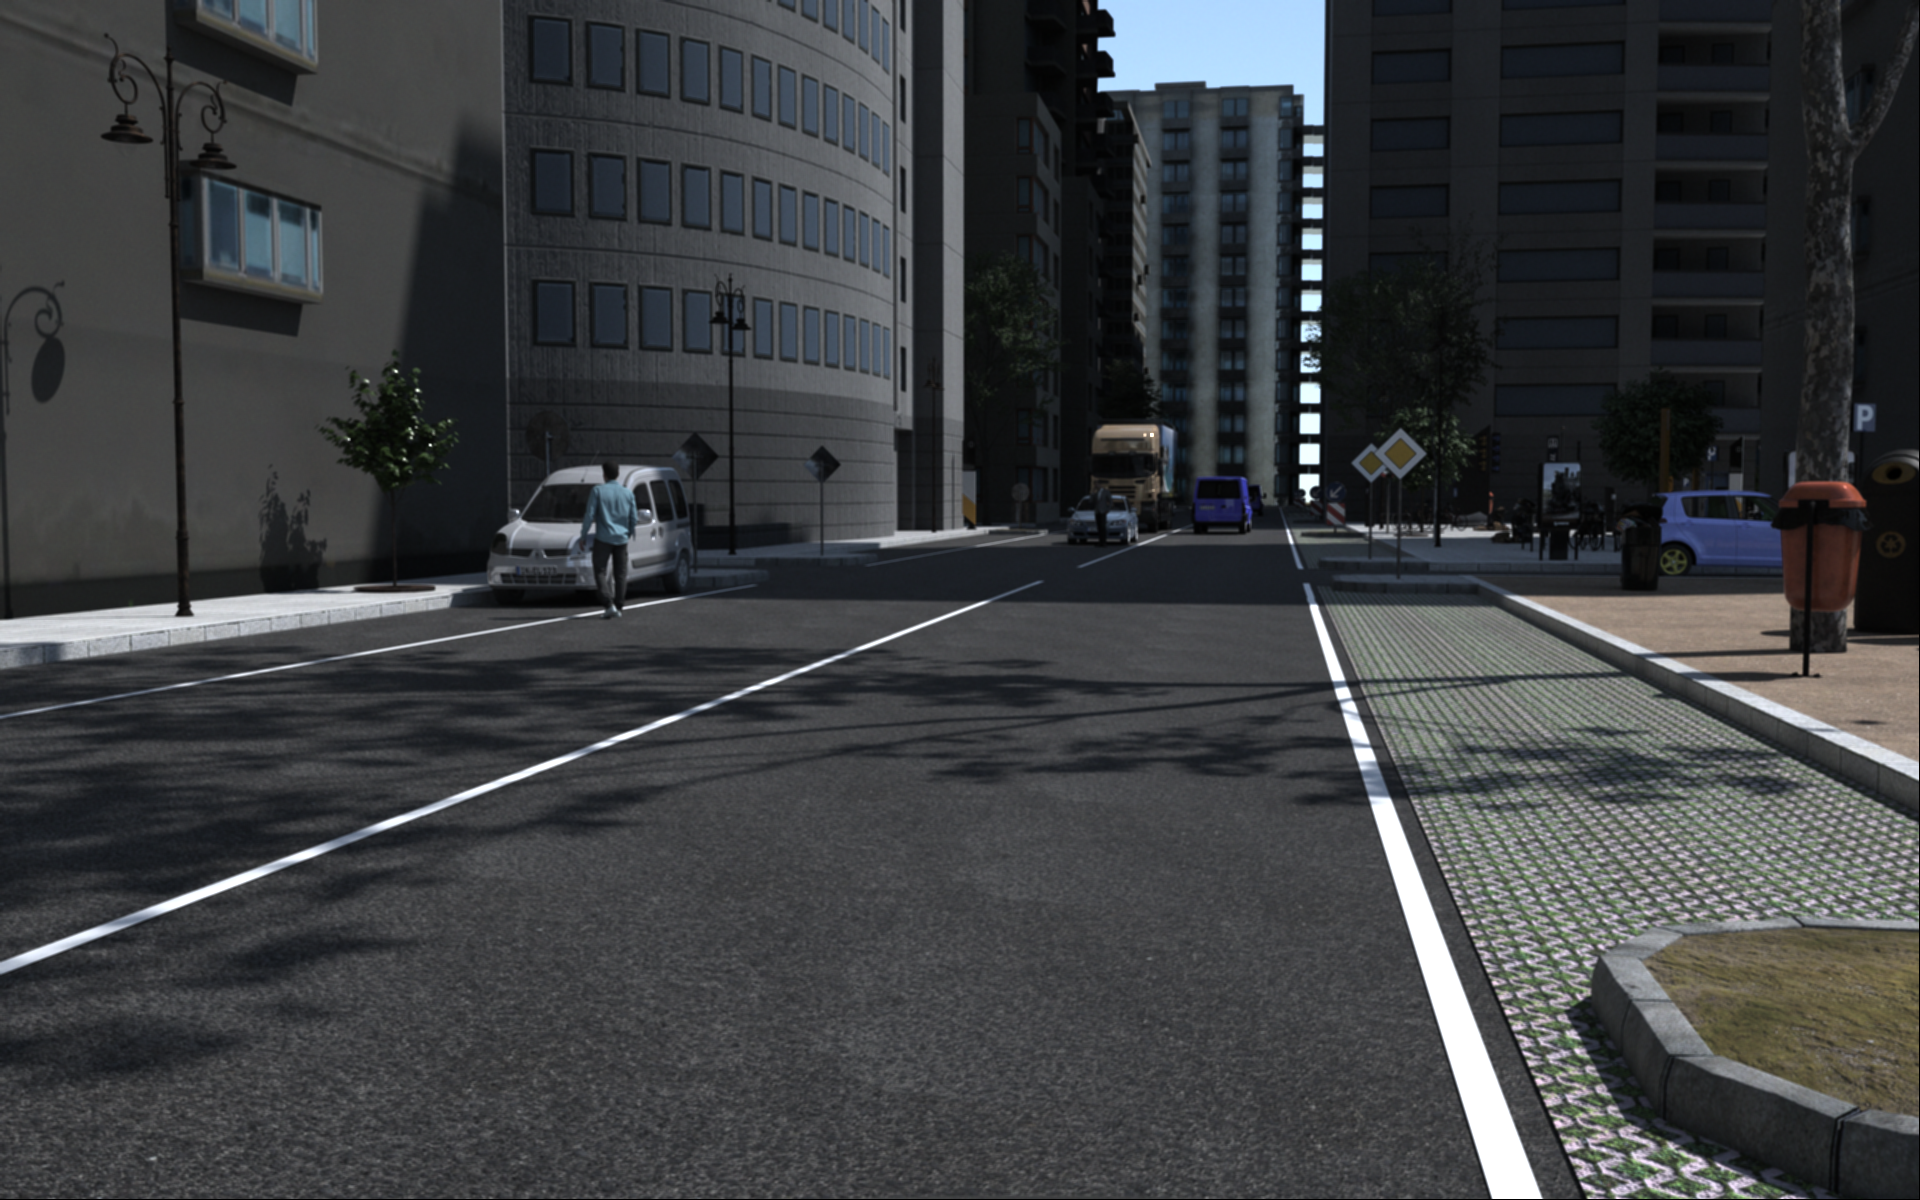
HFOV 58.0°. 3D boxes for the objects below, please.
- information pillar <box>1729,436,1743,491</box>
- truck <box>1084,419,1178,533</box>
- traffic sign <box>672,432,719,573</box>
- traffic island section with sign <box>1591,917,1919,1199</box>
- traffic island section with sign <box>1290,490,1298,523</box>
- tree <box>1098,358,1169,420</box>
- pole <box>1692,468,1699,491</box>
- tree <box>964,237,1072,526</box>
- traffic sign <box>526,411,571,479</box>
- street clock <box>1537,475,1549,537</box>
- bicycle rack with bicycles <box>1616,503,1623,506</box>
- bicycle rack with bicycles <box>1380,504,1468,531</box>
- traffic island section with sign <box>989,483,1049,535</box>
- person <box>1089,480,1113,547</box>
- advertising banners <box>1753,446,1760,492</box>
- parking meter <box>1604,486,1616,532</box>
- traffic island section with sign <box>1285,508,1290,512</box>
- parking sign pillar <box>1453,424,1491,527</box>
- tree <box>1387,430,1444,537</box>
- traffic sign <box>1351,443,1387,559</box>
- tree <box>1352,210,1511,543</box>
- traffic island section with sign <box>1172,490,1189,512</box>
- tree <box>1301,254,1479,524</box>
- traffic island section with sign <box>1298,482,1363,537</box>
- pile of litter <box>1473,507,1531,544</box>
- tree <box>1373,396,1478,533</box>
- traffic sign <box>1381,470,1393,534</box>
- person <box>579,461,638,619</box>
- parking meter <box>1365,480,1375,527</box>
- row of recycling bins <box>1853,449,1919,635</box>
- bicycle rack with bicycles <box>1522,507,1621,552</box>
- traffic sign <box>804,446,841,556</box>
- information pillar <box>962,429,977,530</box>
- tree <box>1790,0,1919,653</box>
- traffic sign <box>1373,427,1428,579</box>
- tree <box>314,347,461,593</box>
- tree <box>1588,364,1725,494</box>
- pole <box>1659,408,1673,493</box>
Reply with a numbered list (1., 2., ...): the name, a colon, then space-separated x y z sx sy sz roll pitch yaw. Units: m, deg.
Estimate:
1. information pillar: 31.128 -4.777 69.462 0.504 3.616 0.183 2 4 35
2. truck: 6.780 -4.774 66.962 2.839 4.237 11.283 1 4 11
3. traffic sign: -4.294 -1.495 28.088 0.795 2.450 0.064 1 4 10
4. traffic island section with sign: 2.654 0.273 4.159 1.989 1.847 2.006 1 4 10
5. traffic island section with sign: 17.351 -4.666 84.912 1.989 1.847 2.006 1 4 10
6. tree: 13.899 -13.892 145.257 7.486 12.596 7.792 0 3 0
7. pole: 22.286 -3.586 52.472 0.158 3.312 0.155 0 3 0
8. tree: 0.966 -8.802 69.665 9.928 11.665 9.643 0 3 0
9. traffic sign: -6.318 -1.616 26.534 0.768 2.556 0.104 1 4 16
10. street clock: 17.523 -2.890 51.823 0.471 2.002 0.358 0 3 0
11. bicycle rack with bicycles: 28.000 -3.552 71.459 2.852 0.926 2.925 3 4 36
12. bicycle rack with bicycles: 16.165 -2.933 61.335 2.852 0.926 2.925 -1 4 -19
13. traffic island section with sign: 2.151 -3.252 61.804 1.989 1.847 2.006 1 4 10
14. person: 3.816 -2.339 46.923 0.473 1.802 0.592 -3 5 -40
15. advertising banners: 29.343 -4.058 62.541 2.074 3.025 0.090 -3 4 -37
16. parking meter: 21.778 -3.035 58.040 0.372 1.533 0.369 0 3 0
17. traffic island section with sign: 26.376 -7.695 134.440 1.989 1.847 2.006 1 4 10
18. parking sign pillar: 19.804 -4.806 67.050 1.447 3.967 1.447 0 4 -8
19. tree: 13.862 -3.548 52.618 1.663 3.219 1.824 0 3 0
20. traffic sign: 8.048 -1.853 33.944 0.795 2.450 0.064 1 4 10
21. tree: 12.552 -5.829 45.671 4.360 8.622 3.978 0 3 0
22. traffic island section with sign: 20.538 -9.429 162.784 1.989 1.847 2.006 1 4 10
23. tree: 18.393 -9.092 74.403 9.928 11.665 9.643 0 3 0
24. traffic island section with sign: 12.493 -3.033 58.217 1.989 1.847 2.006 1 4 10
25. pile of litter: 14.444 -1.930 45.520 1.719 0.858 1.176 -3 5 -42
26. tree: 15.356 -4.502 57.323 4.285 4.588 4.351 0 3 0
27. traffic sign: 13.622 -3.364 55.103 0.768 2.556 0.104 1 4 13
28. person: -4.047 -0.707 20.073 0.660 1.820 0.620 -3 4 -36
29. parking meter: 16.079 -3.806 67.944 0.255 1.863 0.399 -1 4 -14
30. row of recycling bins: 9.198 -0.474 14.857 1.069 1.692 3.534 -1 4 -16
31. bicycle rack with bicycles: 13.918 -1.585 39.291 2.852 0.926 2.925 1 4 13
32. traffic sign: -2.864 -1.976 35.944 0.795 2.450 0.064 1 4 10
33. information pillar: 0.341 -4.358 62.615 0.504 3.616 0.183 1 4 11
34. tree: 6.036 -9.575 12.439 12.611 20.169 13.585 0 3 0
35. traffic sign: 6.618 -1.373 26.087 0.795 2.450 0.064 1 4 10
36. tree: -7.366 -1.729 22.875 1.663 3.219 1.824 0 3 0
37. tree: 17.636 -3.688 44.006 4.285 4.588 4.351 0 3 0
38. pole: 16.726 -2.893 41.136 0.158 3.312 0.155 0 3 0
